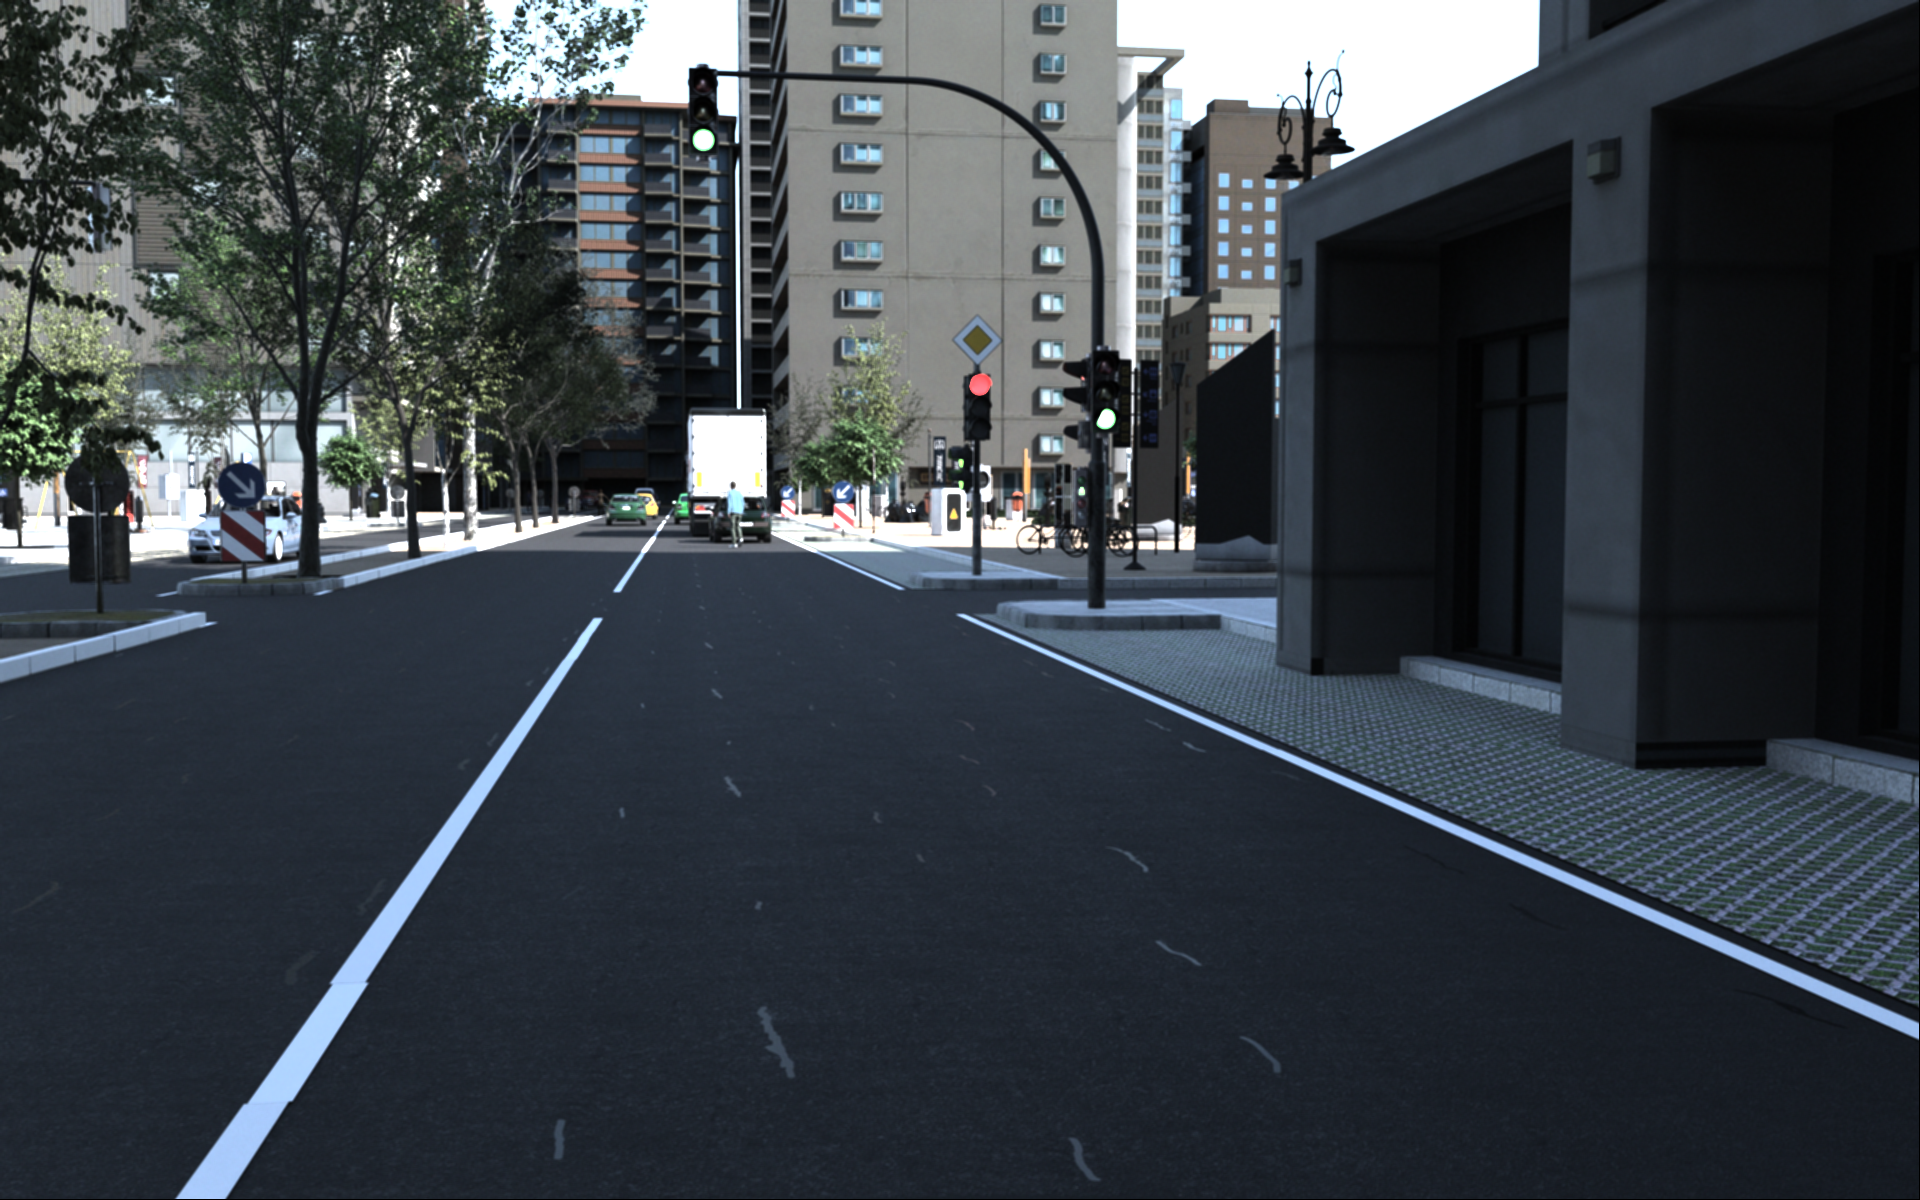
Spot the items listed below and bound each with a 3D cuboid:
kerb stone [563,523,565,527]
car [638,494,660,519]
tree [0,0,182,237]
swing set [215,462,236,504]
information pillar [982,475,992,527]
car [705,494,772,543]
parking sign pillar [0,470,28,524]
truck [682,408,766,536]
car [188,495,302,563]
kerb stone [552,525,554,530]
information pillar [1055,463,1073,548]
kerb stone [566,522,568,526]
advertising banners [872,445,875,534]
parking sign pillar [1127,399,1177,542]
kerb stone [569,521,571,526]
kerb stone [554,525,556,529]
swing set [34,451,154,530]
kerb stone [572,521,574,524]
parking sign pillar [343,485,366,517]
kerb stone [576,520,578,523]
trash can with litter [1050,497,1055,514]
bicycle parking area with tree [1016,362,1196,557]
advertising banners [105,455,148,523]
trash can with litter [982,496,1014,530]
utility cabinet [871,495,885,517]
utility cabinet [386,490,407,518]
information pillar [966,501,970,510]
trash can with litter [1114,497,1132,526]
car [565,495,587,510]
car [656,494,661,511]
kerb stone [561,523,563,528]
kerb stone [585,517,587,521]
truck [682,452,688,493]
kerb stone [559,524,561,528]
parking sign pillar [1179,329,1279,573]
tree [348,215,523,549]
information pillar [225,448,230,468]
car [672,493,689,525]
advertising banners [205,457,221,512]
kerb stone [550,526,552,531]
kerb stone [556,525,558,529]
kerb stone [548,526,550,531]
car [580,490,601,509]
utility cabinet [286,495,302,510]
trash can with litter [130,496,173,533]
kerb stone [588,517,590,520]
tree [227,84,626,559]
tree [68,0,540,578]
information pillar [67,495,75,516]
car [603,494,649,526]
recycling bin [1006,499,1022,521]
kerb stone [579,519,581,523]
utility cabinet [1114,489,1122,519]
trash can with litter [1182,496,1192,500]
[{"bbox_3d":[-16.983,-3.138,73.503,0.120,0.150,1.000,-1,4,-9],"label":"kerb stone"},{"bbox_3d":[-18.208,-5.440,99.161,2.015,1.641,3.980,0,4,-8],"label":"car"},{"bbox_3d":[-8.511,-3.780,14.630,4.737,8.622,4.395,0,3,0],"label":"tree"},{"bbox_3d":[-35.293,-5.340,84.933,2.862,2.851,3.119,-1,4,-19],"label":"swing set"},{"bbox_3d":[1.056,-3.849,67.425,0.304,2.012,0.304,-2,4,-23],"label":"information pillar"},{"bbox_3d":[-6.648,-2.594,52.200,2.009,1.686,4.222,-1,4,-11],"label":"car"},{"bbox_3d":[-41.699,-5.342,75.811,1.447,3.967,1.447,-1,4,-12],"label":"parking sign pillar"},{"bbox_3d":[-8.489,-4.473,62.048,2.839,4.237,11.283,-1,4,-10],"label":"truck"},{"bbox_3d":[-15.286,-1.559,37.490,2.014,1.417,4.499,-1,4,-8],"label":"car"},{"bbox_3d":[-16.018,-2.767,67.435,0.120,0.150,1.000,-1,4,-9],"label":"kerb stone"},{"bbox_3d":[2.452,-2.238,41.087,0.304,2.012,0.304,-3,5,-41],"label":"information pillar"},{"bbox_3d":[-17.300,-3.261,75.524,0.120,0.150,1.000,-1,4,-9],"label":"kerb stone"},{"bbox_3d":[-2.803,-3.678,56.322,0.090,3.025,2.074,0,4,-2],"label":"advertising banners"},{"bbox_3d":[5.393,-3.596,47.272,1.447,3.967,1.447,0,4,-6],"label":"parking sign pillar"},{"bbox_3d":[-17.631,-3.386,77.554,0.120,0.150,1.000,-1,4,-9],"label":"kerb stone"},{"bbox_3d":[-16.170,-2.829,68.446,0.120,0.150,1.000,-1,4,-9],"label":"kerb stone"},{"bbox_3d":[-31.491,-3.985,62.778,3.119,2.851,2.862,0,4,4],"label":"swing set"},{"bbox_3d":[-17.951,-3.510,79.593,0.120,0.150,1.000,-1,4,-9],"label":"kerb stone"},{"bbox_3d":[-33.648,-6.604,96.449,1.447,3.967,1.447,-1,4,-9],"label":"parking sign pillar"},{"bbox_3d":[-18.440,-3.696,82.625,0.120,0.150,1.000,-1,4,-9],"label":"kerb stone"},{"bbox_3d":[4.206,-3.835,74.087,0.624,1.170,1.055,1,4,11],"label":"trash can with litter"},{"bbox_3d":[6.289,-2.981,35.734,9.016,4.147,8.231,-1,4,-19],"label":"bicycle parking area with tree"},{"bbox_3d":[-37.141,-4.958,77.259,0.090,3.025,2.074,2,4,34],"label":"advertising banners"},{"bbox_3d":[1.114,-3.120,62.067,1.678,1.210,2.233,0,4,-1],"label":"trash can with litter"},{"bbox_3d":[-4.607,-5.289,97.637,0.306,1.237,1.020,-3,4,-37],"label":"utility cabinet"},{"bbox_3d":[-30.219,-5.170,93.201,1.173,1.500,0.318,-2,4,-32],"label":"utility cabinet"},{"bbox_3d":[0.325,-5.607,96.166,0.304,2.012,0.304,-3,5,-43],"label":"information pillar"},{"bbox_3d":[6.010,-3.293,65.226,1.055,1.170,0.624,3,5,39],"label":"trash can with litter"},{"bbox_3d":[-35.446,-9.007,159.844,1.945,1.354,3.894,-1,4,-8],"label":"car"},{"bbox_3d":[-26.822,-8.577,149.818,1.945,1.707,3.694,-1,4,-10],"label":"car"},{"bbox_3d":[-16.828,-3.076,72.492,0.120,0.150,1.000,-1,4,-9],"label":"kerb stone"},{"bbox_3d":[-19.568,-4.130,89.717,0.120,0.150,1.000,-1,4,-9],"label":"kerb stone"},{"bbox_3d":[-17.792,-8.018,120.012,2.839,4.237,11.283,-1,4,-9],"label":"truck"},{"bbox_3d":[-16.660,-3.010,71.478,0.120,0.150,1.000,-1,4,-9],"label":"kerb stone"},{"bbox_3d":[4.608,-2.466,28.790,1.447,3.967,1.447,2,4,26],"label":"parking sign pillar"},{"bbox_3d":[-13.258,-5.607,44.493,4.737,8.622,4.395,0,3,0],"label":"tree"},{"bbox_3d":[-37.025,-5.886,87.583,0.183,3.616,0.504,-3,4,-38],"label":"information pillar"},{"bbox_3d":[-12.753,-4.523,82.752,1.959,1.807,4.718,-1,4,-9],"label":"car"},{"bbox_3d":[-35.760,-5.257,82.137,2.074,3.025,0.090,1,4,18],"label":"advertising banners"},{"bbox_3d":[-15.845,-2.705,66.427,0.120,0.150,1.000,-1,4,-9],"label":"kerb stone"},{"bbox_3d":[-16.336,-2.890,69.455,0.120,0.150,1.000,-1,4,-9],"label":"kerb stone"},{"bbox_3d":[-15.694,-2.642,65.416,0.120,0.150,1.000,-1,4,-9],"label":"kerb stone"},{"bbox_3d":[-35.317,-9.595,165.553,2.281,1.827,5.304,-1,4,-10],"label":"car"},{"bbox_3d":[-36.300,-5.100,94.545,1.020,1.237,0.306,2,4,23],"label":"utility cabinet"},{"bbox_3d":[-27.250,-2.847,57.613,1.678,1.210,2.233,-2,4,-33],"label":"trash can with litter"},{"bbox_3d":[-20.056,-4.315,92.752,0.120,0.150,1.000,-1,4,-9],"label":"kerb stone"},{"bbox_3d":[-12.082,-6.203,38.284,8.767,10.594,7.601,-1,4,-9],"label":"tree"},{"bbox_3d":[-10.927,-6.163,28.979,9.928,11.665,9.643,0,3,0],"label":"tree"},{"bbox_3d":[-41.989,-4.730,81.819,0.304,2.012,0.304,-2,4,-29],"label":"information pillar"},{"bbox_3d":[-15.402,-4.165,79.900,2.131,1.459,4.920,-1,4,-11],"label":"car"},{"bbox_3d":[2.673,-4.346,83.617,0.722,1.027,0.722,-2,4,-28],"label":"recycling bin"},{"bbox_3d":[-18.762,-3.819,84.657,0.120,0.150,1.000,-1,4,-9],"label":"kerb stone"},{"bbox_3d":[6.993,-4.178,76.982,0.318,1.500,1.173,1,4,10],"label":"utility cabinet"},{"bbox_3d":[10.233,-4.292,81.239,2.233,1.210,1.678,1,4,19],"label":"trash can with litter"}]
